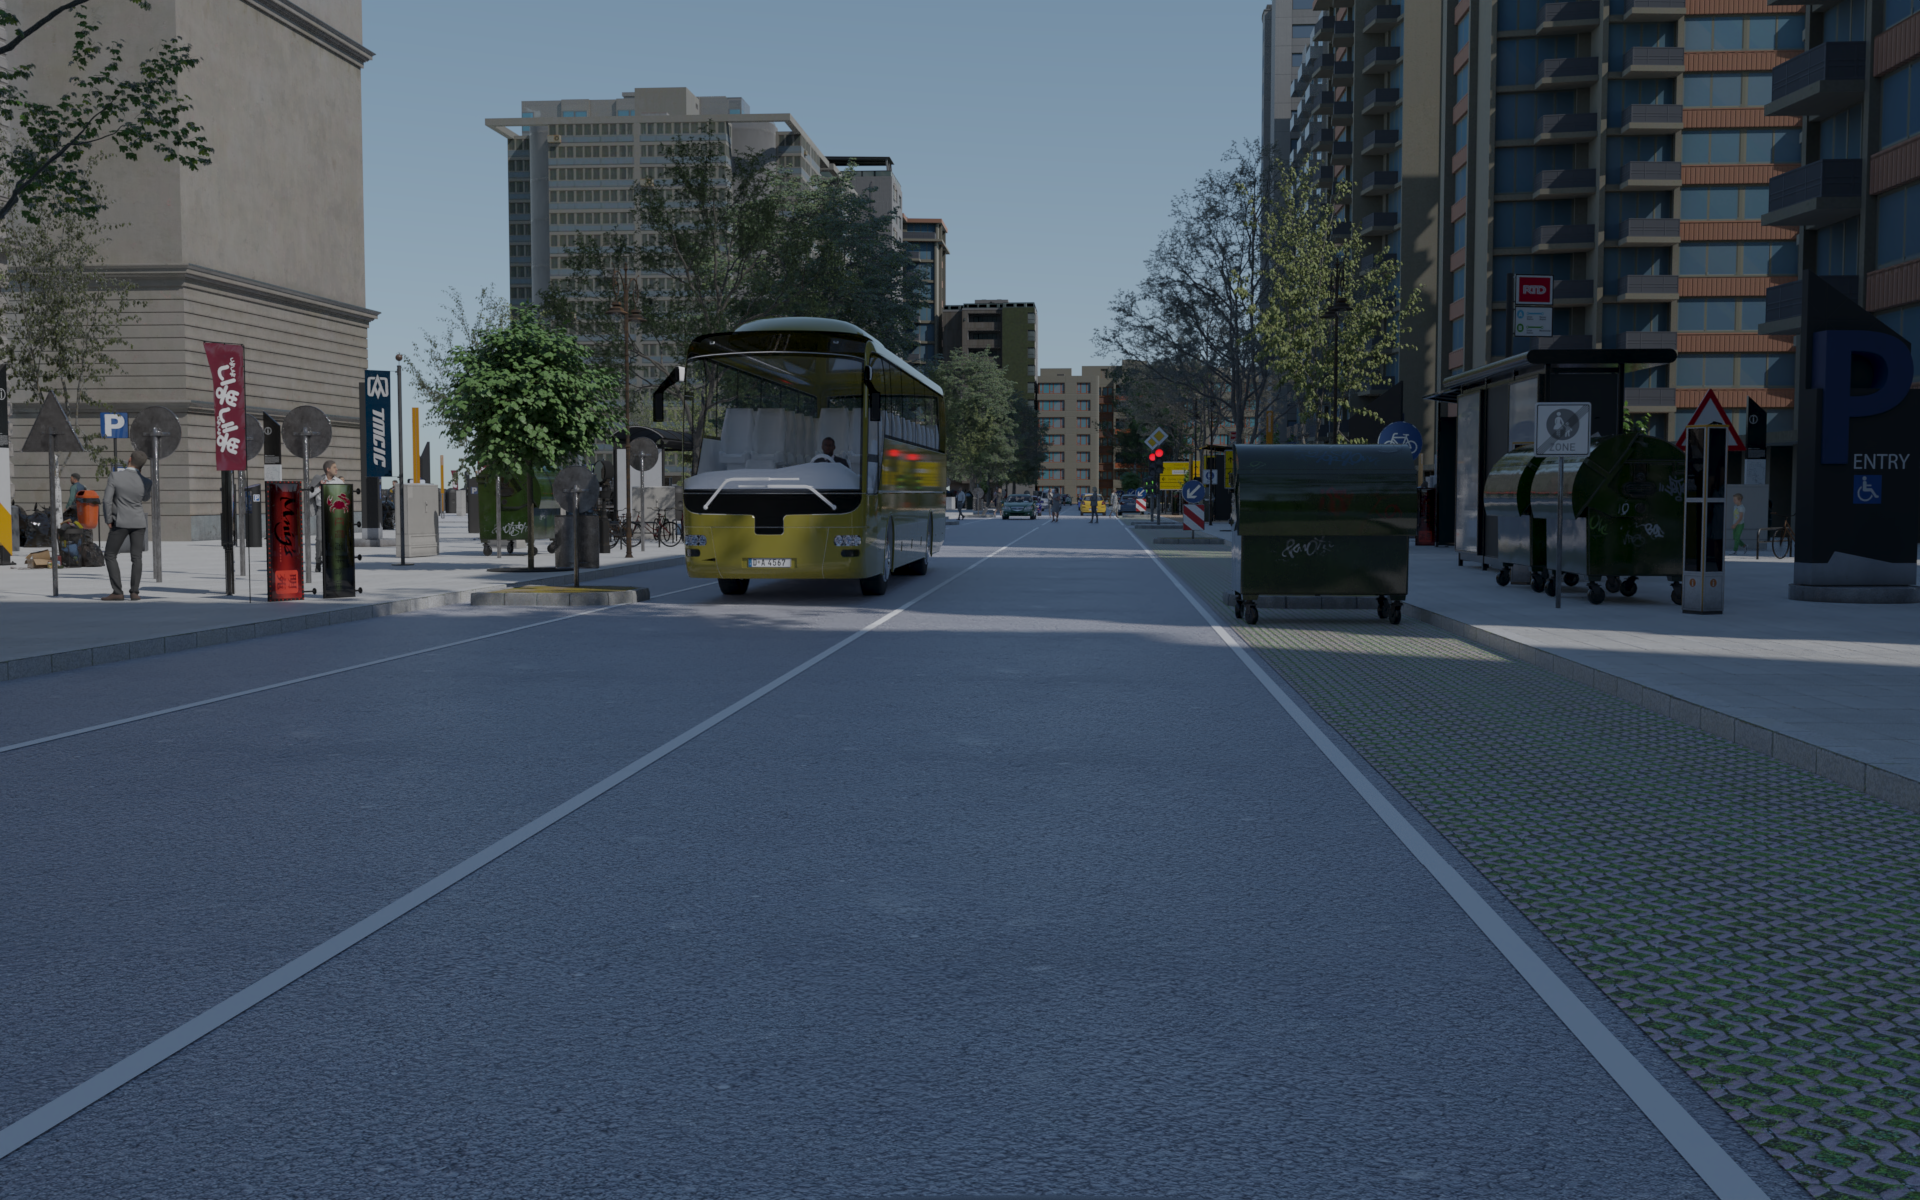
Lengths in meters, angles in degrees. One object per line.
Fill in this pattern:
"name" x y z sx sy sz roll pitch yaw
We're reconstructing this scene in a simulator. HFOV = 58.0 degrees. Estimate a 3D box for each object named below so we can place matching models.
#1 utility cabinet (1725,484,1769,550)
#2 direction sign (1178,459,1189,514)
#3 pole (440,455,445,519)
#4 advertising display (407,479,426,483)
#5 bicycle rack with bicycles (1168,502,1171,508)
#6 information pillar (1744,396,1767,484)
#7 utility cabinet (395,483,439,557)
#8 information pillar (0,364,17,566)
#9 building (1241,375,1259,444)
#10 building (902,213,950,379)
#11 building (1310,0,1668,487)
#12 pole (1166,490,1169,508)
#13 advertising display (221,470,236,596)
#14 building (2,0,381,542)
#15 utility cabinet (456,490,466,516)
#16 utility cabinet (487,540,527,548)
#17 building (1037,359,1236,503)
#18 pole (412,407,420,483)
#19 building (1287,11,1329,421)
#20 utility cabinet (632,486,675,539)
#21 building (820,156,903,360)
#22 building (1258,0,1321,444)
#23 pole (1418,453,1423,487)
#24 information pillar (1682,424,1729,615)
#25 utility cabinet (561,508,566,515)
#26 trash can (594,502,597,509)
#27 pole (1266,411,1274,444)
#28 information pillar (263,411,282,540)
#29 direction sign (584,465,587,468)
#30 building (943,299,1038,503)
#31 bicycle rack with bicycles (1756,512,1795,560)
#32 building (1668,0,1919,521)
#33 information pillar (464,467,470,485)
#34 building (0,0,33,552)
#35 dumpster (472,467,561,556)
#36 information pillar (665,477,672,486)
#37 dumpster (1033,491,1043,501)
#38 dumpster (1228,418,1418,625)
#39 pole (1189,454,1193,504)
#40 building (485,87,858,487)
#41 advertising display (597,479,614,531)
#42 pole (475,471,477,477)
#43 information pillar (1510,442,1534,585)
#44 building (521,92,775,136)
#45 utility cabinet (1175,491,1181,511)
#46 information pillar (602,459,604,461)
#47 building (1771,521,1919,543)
"utility cabinet" 17.780 -1.887 39.535 1.173 1.500 0.318 0 4 2
"direction sign" 15.154 -7.604 116.328 0.876 3.537 0.379 -2 4 -30
"pole" -27.162 -5.934 90.864 0.158 3.312 0.155 0 3 0
"advertising display" -22.732 -4.116 72.504 0.123 1.923 0.974 2 4 26
"bicycle rack with bicycles" 17.576 -7.500 136.004 2.925 0.926 2.852 0 4 -5
"information pillar" 18.967 -3.058 41.349 0.504 3.616 0.183 0 4 -4
"utility cabinet" -11.042 -1.627 35.276 0.318 1.500 1.173 1 4 13
"information pillar" -17.185 -2.422 30.960 0.183 3.616 0.504 1 4 10
"building" 56.615 -25.621 263.934 28.899 21.520 27.650 0 4 4
"building" -16.494 -37.387 265.903 28.867 44.769 22.147 0 4 4
"building" 39.800 -29.567 138.046 22.147 44.769 28.867 0 4 4
"pole" 17.871 -9.501 149.182 0.158 3.312 0.155 0 3 0
"advertising display" -9.395 -1.042 22.257 0.123 1.923 0.974 -1 4 -21
"building" -37.112 -14.374 54.099 34.723 24.649 14.460 0 4 4
"utility cabinet" -29.104 -5.645 100.982 0.318 1.500 1.173 0 4 -4
"utility cabinet" -10.759 -1.973 40.938 1.173 1.500 0.318 3 4 37
"building" 26.769 -25.737 265.833 28.899 21.520 27.650 0 4 4
"pole" -12.812 -2.874 40.832 0.158 3.312 0.155 0 3 0
"building" 44.298 -33.641 169.637 23.786 49.044 30.456 0 4 4
"utility cabinet" -8.578 -2.434 48.482 1.173 1.500 0.318 -1 4 -12
"building" -14.318 -32.302 211.739 14.086 41.232 14.154 0 4 4
"building" 45.155 -40.187 199.061 21.231 58.520 28.212 0 4 4
"pole" 23.049 -5.679 86.700 0.158 3.312 0.155 0 3 0
"information pillar" 7.951 -0.856 18.489 0.304 2.012 0.304 -1 4 -21
"utility cabinet" -12.792 -2.863 55.481 0.318 1.500 1.173 -1 4 -11
"trash can" -25.859 -6.849 123.641 0.748 1.137 0.748 0 3 0
"pole" 7.594 -2.977 42.513 0.158 3.312 0.155 0 3 0
"information pillar" -19.372 -3.514 48.808 0.504 3.616 0.183 0 4 6
"direction sign" -30.291 -9.164 141.823 0.876 3.537 0.379 -1 4 -15
"building" 4.622 -29.894 260.461 14.107 30.474 14.160 0 4 4
"bicycle rack with bicycles" 17.073 -1.256 33.918 2.925 0.926 2.852 -3 5 -44
"building" 42.041 -27.397 102.565 28.867 44.769 22.147 0 4 4
"information pillar" -43.359 -9.853 152.449 0.504 3.616 0.183 0 4 5
"building" -26.544 -12.255 29.252 11.050 23.489 19.941 0 4 4
"dumpster" -9.245 -2.076 36.433 1.502 2.255 1.985 0 4 5
"information pillar" -12.517 -4.264 74.208 0.304 2.012 0.304 0 4 4
"dumpster" 10.689 -13.702 232.245 1.865 1.857 1.264 0 4 3
"dumpster" 3.988 -0.877 19.290 1.985 2.255 1.502 0 4 4
"pole" 11.735 -5.762 88.053 0.158 3.312 0.155 0 3 0
"building" -26.761 -29.230 169.791 32.217 40.220 23.993 0 4 4
"advertising display" -12.251 -3.388 60.603 0.974 1.923 0.123 1 4 17
"pole" -42.650 -9.722 152.793 0.158 3.312 0.155 0 3 0
"information pillar" 8.009 -1.226 24.541 0.304 2.012 0.304 3 4 37
"building" -36.818 -36.073 209.402 30.456 49.044 23.786 0 4 4
"utility cabinet" 16.548 -7.322 128.388 1.173 1.500 0.318 -1 4 -21
"information pillar" -23.731 -7.543 114.676 0.183 3.616 0.504 3 5 42
"building" 32.825 -23.618 40.776 22.147 44.769 28.867 0 4 4
